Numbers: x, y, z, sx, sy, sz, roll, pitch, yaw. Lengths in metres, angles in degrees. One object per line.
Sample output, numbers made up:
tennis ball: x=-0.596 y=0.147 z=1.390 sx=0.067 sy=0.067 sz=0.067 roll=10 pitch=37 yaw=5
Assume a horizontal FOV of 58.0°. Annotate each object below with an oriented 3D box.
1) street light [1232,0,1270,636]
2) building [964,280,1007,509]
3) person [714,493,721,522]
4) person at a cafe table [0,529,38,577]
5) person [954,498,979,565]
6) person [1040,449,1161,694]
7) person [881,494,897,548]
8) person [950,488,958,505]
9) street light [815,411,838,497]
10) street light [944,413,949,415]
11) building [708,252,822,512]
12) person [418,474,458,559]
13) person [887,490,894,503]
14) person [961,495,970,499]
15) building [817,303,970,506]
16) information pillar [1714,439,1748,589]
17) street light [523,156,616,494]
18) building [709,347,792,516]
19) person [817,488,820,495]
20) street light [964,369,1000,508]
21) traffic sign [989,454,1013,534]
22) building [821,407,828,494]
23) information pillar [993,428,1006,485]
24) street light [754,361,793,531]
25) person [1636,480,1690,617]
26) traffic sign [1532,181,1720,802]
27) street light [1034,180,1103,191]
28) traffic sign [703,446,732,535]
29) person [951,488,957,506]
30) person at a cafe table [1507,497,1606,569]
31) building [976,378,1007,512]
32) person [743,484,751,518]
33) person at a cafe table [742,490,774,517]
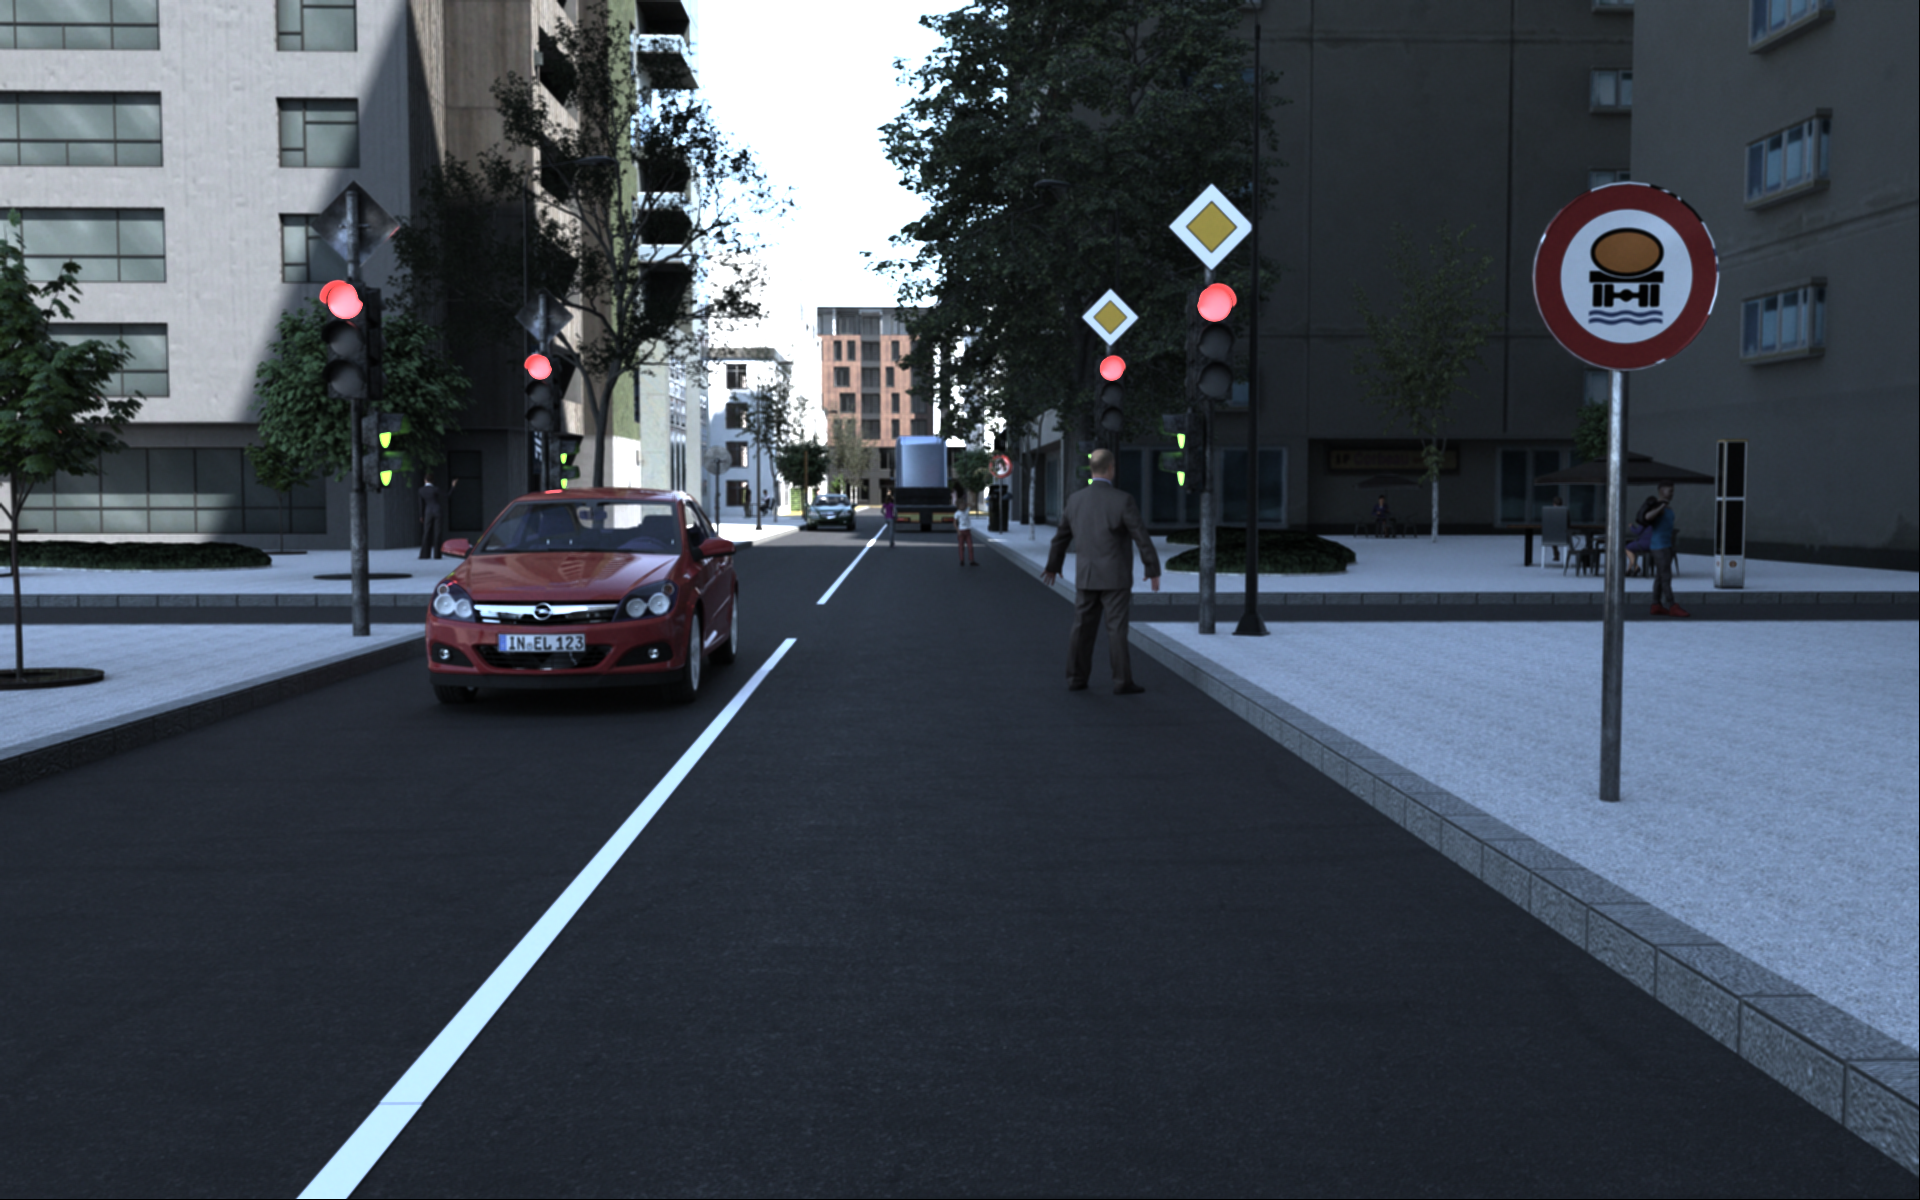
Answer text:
street light: x=2.117 y=-2.635 z=15.623 sx=1.470 sy=5.913 sz=1.316 roll=0 pitch=4 yaw=-2
building: x=8.389 y=-18.304 z=155.687 sx=16.016 sy=20.091 sz=11.380 roll=0 pitch=4 yaw=-2
person: x=-10.990 y=-4.200 z=78.616 sx=0.340 sy=1.345 sz=0.435 roll=-2 pitch=4 yaw=-27
person at a cafe table: x=-15.372 y=-1.105 z=26.584 sx=1.698 sy=1.524 sz=1.622 roll=0 pitch=4 yaw=-8
person: x=0.126 y=-1.367 z=34.761 sx=0.435 sy=1.345 sz=0.340 roll=-2 pitch=4 yaw=-30
person: x=1.040 y=-0.217 z=12.600 sx=0.990 sy=1.755 sz=0.434 roll=3 pitch=4 yaw=38
person: x=-1.816 y=-2.123 z=46.440 sx=0.726 sy=1.435 sz=0.776 roll=2 pitch=4 yaw=29
person: x=-0.618 y=-8.397 z=143.354 sx=0.705 sy=1.821 sz=1.348 roll=-3 pitch=5 yaw=-43
street light: x=-7.511 y=-7.589 z=96.622 sx=1.470 sy=5.913 sz=1.316 roll=0 pitch=4 yaw=-2
street light: x=-0.203 y=-7.728 z=98.897 sx=1.470 sy=5.913 sz=1.316 roll=0 pitch=4 yaw=-2
building: x=-20.598 y=-16.873 z=142.330 sx=16.747 sy=18.905 sz=31.486 roll=0 pitch=4 yaw=-2
person: x=-10.313 y=-1.674 z=34.220 sx=0.742 sy=1.727 sz=0.445 roll=-2 pitch=4 yaw=-32
person: x=-6.978 y=-9.965 z=171.435 sx=0.705 sy=1.823 sz=1.348 roll=2 pitch=4 yaw=29
person: x=0.599 y=-10.172 z=175.583 sx=0.991 sy=1.433 sz=0.599 roll=0 pitch=4 yaw=-5
building: x=-5.359 y=-21.725 z=199.172 sx=32.646 sy=21.610 sz=27.936 roll=0 pitch=4 yaw=-2
information pillar: x=10.435 y=-1.160 z=23.450 sx=0.304 sy=2.012 sz=0.304 roll=0 pitch=4 yaw=5
street light: x=-5.432 y=-3.145 z=23.961 sx=1.470 sy=5.913 sz=1.316 roll=0 pitch=4 yaw=-2
building: x=-15.521 y=-10.451 z=113.018 sx=9.099 sy=9.664 sz=28.070 roll=0 pitch=4 yaw=-2
person: x=-10.029 y=-7.161 z=123.837 sx=0.721 sy=1.736 sz=1.217 roll=-1 pitch=4 yaw=-21
street light: x=0.858 y=-5.499 z=62.455 sx=1.470 sy=5.913 sz=1.316 roll=0 pitch=4 yaw=-2
traffic sign: x=1.312 y=-3.387 z=55.491 sx=0.768 sy=2.556 sz=0.104 roll=0 pitch=3 yaw=0
building: x=-27.018 y=-13.815 z=168.016 sx=28.070 sy=9.664 sz=9.099 roll=0 pitch=4 yaw=-2
information pillar: x=1.416 y=-4.264 z=61.067 sx=0.504 sy=3.616 sz=0.183 roll=-2 pitch=4 yaw=-25
street light: x=-6.505 y=-5.381 z=60.522 sx=1.470 sy=5.913 sz=1.316 roll=0 pitch=4 yaw=-2
person: x=8.303 y=-0.616 z=20.440 sx=0.662 sy=1.594 sz=0.647 roll=2 pitch=4 yaw=32
traffic sign: x=2.721 y=-0.432 z=7.176 sx=0.768 sy=2.556 sz=0.104 roll=0 pitch=4 yaw=-1
street light: x=1.800 y=-3.257 z=25.800 sx=1.470 sy=5.913 sz=1.316 roll=0 pitch=4 yaw=-2
traffic sign: x=-6.411 y=-2.793 z=45.767 sx=0.768 sy=2.556 sz=0.104 roll=0 pitch=4 yaw=1
person: x=-0.493 y=-8.206 z=140.885 sx=0.551 sy=1.740 sz=0.621 roll=2 pitch=4 yaw=29
person at a cafe table: x=10.522 y=-1.200 z=30.485 sx=1.698 sy=1.238 sz=1.726 roll=2 pitch=4 yaw=23
building: x=6.208 y=-11.142 z=124.320 sx=9.099 sy=9.664 sz=28.070 roll=0 pitch=4 yaw=-2
person: x=-11.244 y=-5.210 z=91.357 sx=0.434 sy=1.807 sz=0.598 roll=-1 pitch=4 yaw=-12
person at a cafe table: x=-11.288 y=-5.458 z=97.756 sx=1.622 sy=1.524 sz=1.698 roll=-2 pitch=4 yaw=-25
